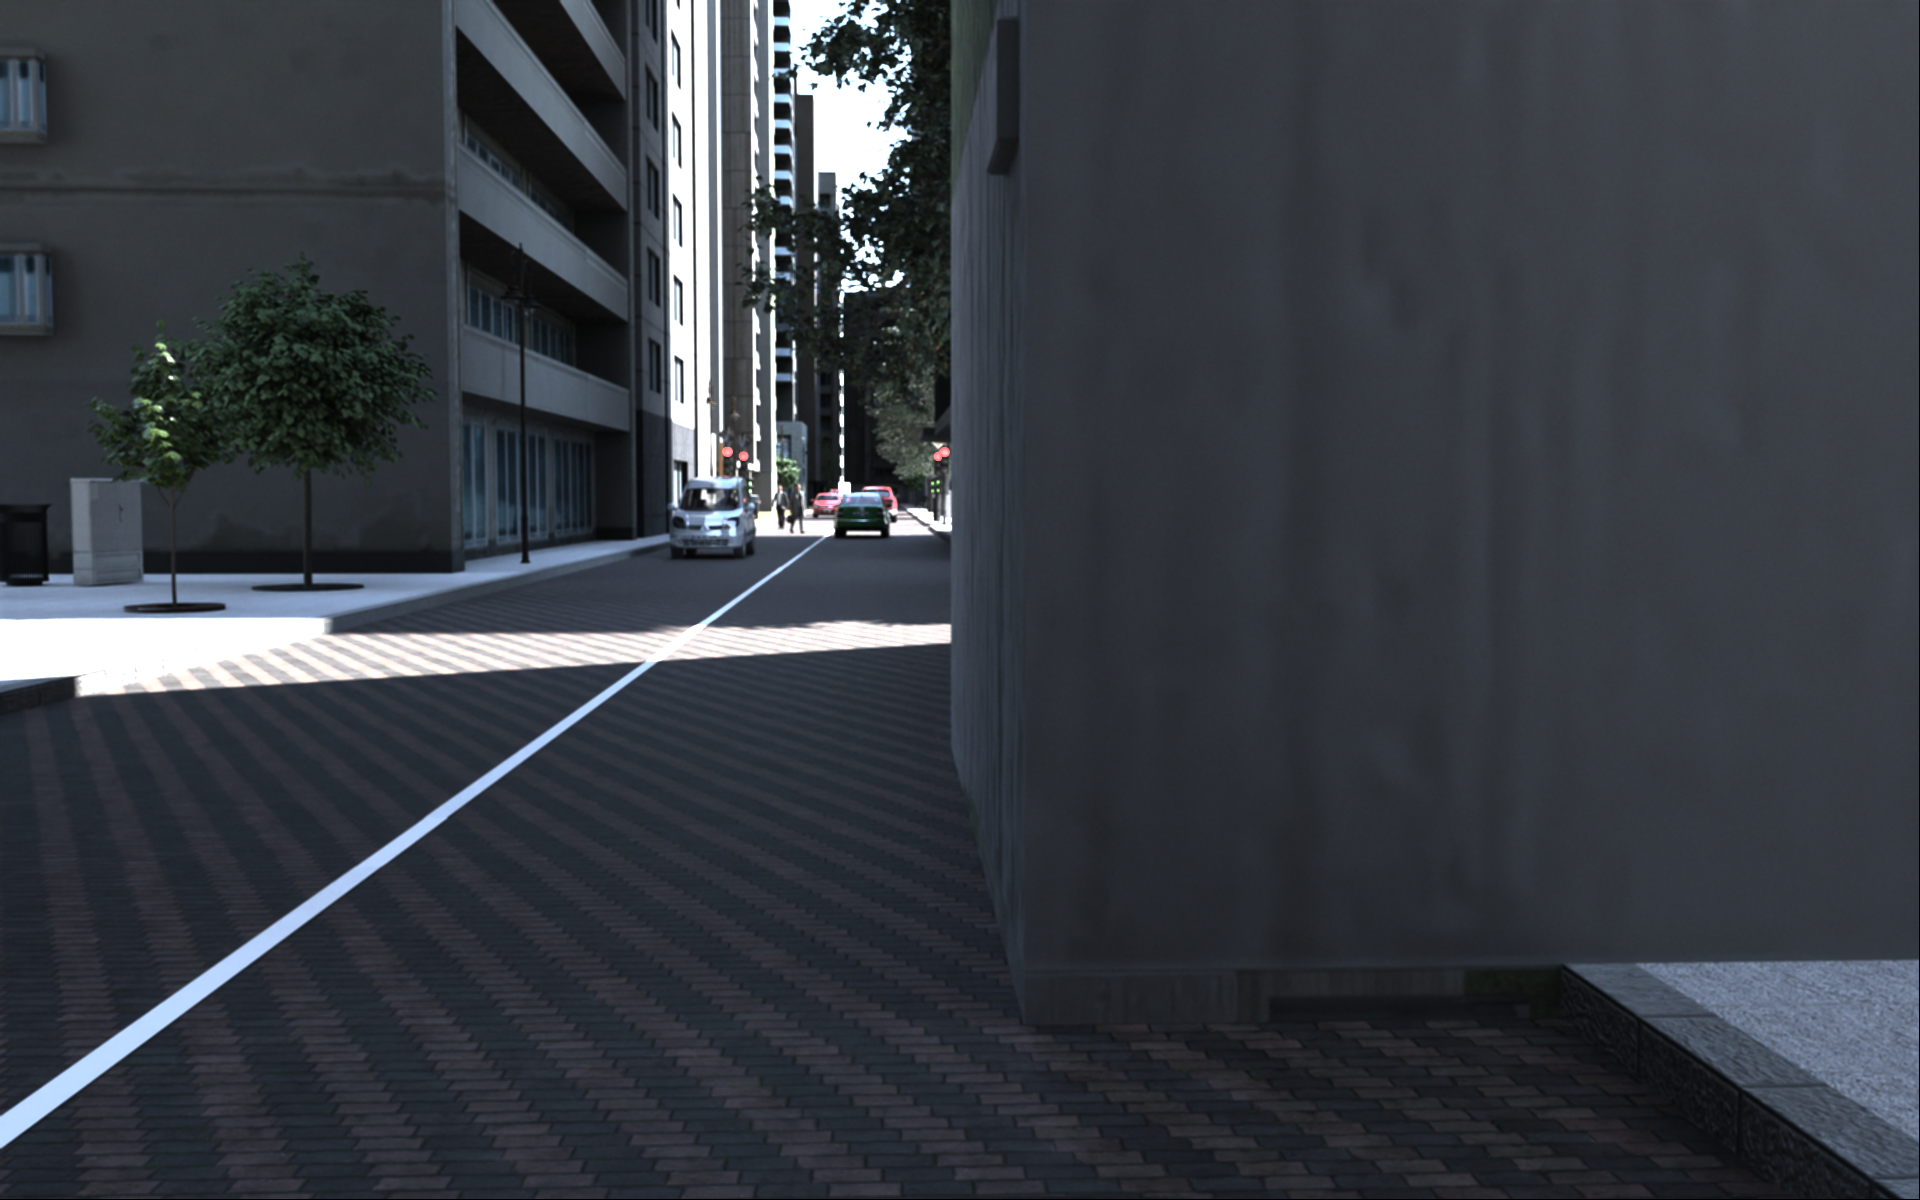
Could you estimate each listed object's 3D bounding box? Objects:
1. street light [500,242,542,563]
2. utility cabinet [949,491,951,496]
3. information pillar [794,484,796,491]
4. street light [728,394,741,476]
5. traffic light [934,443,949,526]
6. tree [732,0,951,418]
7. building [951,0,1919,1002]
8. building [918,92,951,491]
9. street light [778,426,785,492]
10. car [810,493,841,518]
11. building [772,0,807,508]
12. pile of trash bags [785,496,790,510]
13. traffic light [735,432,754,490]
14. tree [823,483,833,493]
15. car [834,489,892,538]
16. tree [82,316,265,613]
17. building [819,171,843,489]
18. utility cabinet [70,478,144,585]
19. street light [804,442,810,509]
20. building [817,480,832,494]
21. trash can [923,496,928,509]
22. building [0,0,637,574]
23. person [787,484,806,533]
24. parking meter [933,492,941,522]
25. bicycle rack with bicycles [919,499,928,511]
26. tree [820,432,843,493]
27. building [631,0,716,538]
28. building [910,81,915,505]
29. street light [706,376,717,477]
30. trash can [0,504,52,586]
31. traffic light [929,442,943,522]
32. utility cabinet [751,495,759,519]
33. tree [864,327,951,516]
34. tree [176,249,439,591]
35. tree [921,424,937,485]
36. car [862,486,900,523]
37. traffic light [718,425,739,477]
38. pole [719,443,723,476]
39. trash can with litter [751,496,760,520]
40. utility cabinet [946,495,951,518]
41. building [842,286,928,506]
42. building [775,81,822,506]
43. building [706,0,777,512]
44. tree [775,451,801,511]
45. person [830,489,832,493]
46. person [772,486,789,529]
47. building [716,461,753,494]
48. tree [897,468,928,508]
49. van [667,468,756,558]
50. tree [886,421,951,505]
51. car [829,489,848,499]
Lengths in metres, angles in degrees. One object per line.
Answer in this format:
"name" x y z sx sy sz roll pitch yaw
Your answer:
"street light" -8.083 -3.624 32.037 0.468 5.910 1.993 0 4 -2
"utility cabinet" -0.288 -6.561 115.958 1.173 1.500 0.318 2 4 23
"information pillar" -11.559 -7.207 122.326 0.304 2.012 0.304 1 4 8
"street light" -10.193 -6.452 78.282 0.468 5.910 1.993 0 4 -2
"traffic light" -0.652 -4.988 70.476 0.839 4.253 0.868 0 4 -2
"tree" 1.949 -6.623 25.292 9.611 12.733 9.660 0 3 0
"building" 6.886 -19.997 10.539 14.154 41.232 14.086 0 4 -2
"building" 10.354 -35.666 172.377 28.713 52.752 27.495 0 4 -2
"street light" -11.807 -8.695 114.950 0.468 5.910 1.993 0 4 -2
"car" -8.094 -5.948 106.294 2.155 1.783 4.494 0 4 -3
"building" -25.825 -52.207 166.262 22.319 86.520 31.000 0 4 -2
"pile of trash bags" -14.288 -7.918 139.209 1.912 1.369 3.447 2 4 26
"traffic light" -9.703 -5.452 78.059 0.839 4.253 0.868 0 4 -2
"tree" -17.727 -14.435 230.605 1.663 3.219 1.824 0 3 0
"car" -3.269 -3.029 58.328 1.959 1.807 4.718 0 4 -1
"tree" -8.817 -1.496 19.060 1.663 3.219 1.824 0 3 0
"building" -27.720 -38.088 246.437 21.600 48.544 21.300 0 4 -2
"utility cabinet" -12.049 -0.968 24.509 0.318 1.500 1.173 0 4 7
"street light" -13.344 -10.929 151.483 0.468 5.910 1.993 0 4 -2
"building" -30.877 -34.377 216.694 28.867 44.769 22.147 0 4 -2
"trash can" -2.828 -8.227 146.170 0.748 1.137 0.748 0 3 0
"building" -19.313 -25.250 36.541 21.300 48.544 21.600 0 4 -2
"person" -5.926 -3.336 63.150 0.694 1.812 0.767 -2 4 -31
"parking meter" -1.078 -4.436 80.935 0.372 1.533 0.369 0 3 0
"bicycle rack with bicycles" -1.785 -6.995 127.749 2.852 0.926 2.925 -2 4 -28
"tree" -15.684 -15.392 202.021 4.737 8.622 4.395 0 3 0
"building" -19.868 -37.927 58.364 20.611 71.187 20.563 0 4 -2
"building" 4.362 -41.167 215.080 21.231 58.520 28.212 0 4 -2
"street light" -9.808 -5.837 68.227 0.468 5.910 1.993 0 4 -2
"trash can" -13.112 -0.770 24.242 0.748 1.137 0.748 0 3 0
"traffic light" -1.001 -5.476 78.453 0.839 4.253 0.868 0 4 -2
"utility cabinet" -10.830 -4.744 88.720 1.020 1.237 0.306 -2 4 -29
"tree" -1.984 -13.166 121.922 9.857 13.997 8.962 0 3 0
"tree" -8.790 -2.424 23.346 4.285 4.588 4.351 0 3 0
"tree" -1.902 -11.041 130.887 4.737 8.622 4.395 0 3 0
"car" -4.217 -4.863 88.187 2.281 1.827 5.304 0 4 -2
"traffic light" -9.355 -4.964 70.082 0.839 4.253 0.868 0 4 -2
"pole" -9.466 -4.574 68.630 0.158 3.312 0.155 0 3 0
"trash can with litter" -10.326 -4.600 86.595 0.624 1.170 1.055 0 4 -1
"utility cabinet" -0.570 -5.026 93.343 0.306 1.237 1.020 0 4 3
"building" -9.540 -28.885 243.976 14.107 30.474 14.160 0 4 -2
"building" -22.579 -33.035 190.240 14.600 45.320 14.200 0 4 -2
"building" -20.428 -26.764 121.192 14.154 41.232 14.086 0 4 -2
"tree" -13.798 -9.070 132.001 4.285 4.588 4.351 0 3 0
"person" -9.236 -7.082 124.690 0.834 1.777 0.661 -1 4 -23
"person" -7.337 -3.780 70.709 0.661 1.777 0.834 0 4 -3
"building" -27.927 -24.587 93.882 32.217 40.220 23.993 0 4 -2
"tree" -4.082 -10.617 157.308 4.285 4.588 4.351 0 3 0
"van" -5.674 -2.016 39.979 2.013 2.044 4.112 0 4 -2
"tree" -3.410 -14.173 149.853 7.486 12.596 7.792 0 3 0
"car" -9.806 -8.011 139.660 2.281 1.827 5.304 0 4 -4
